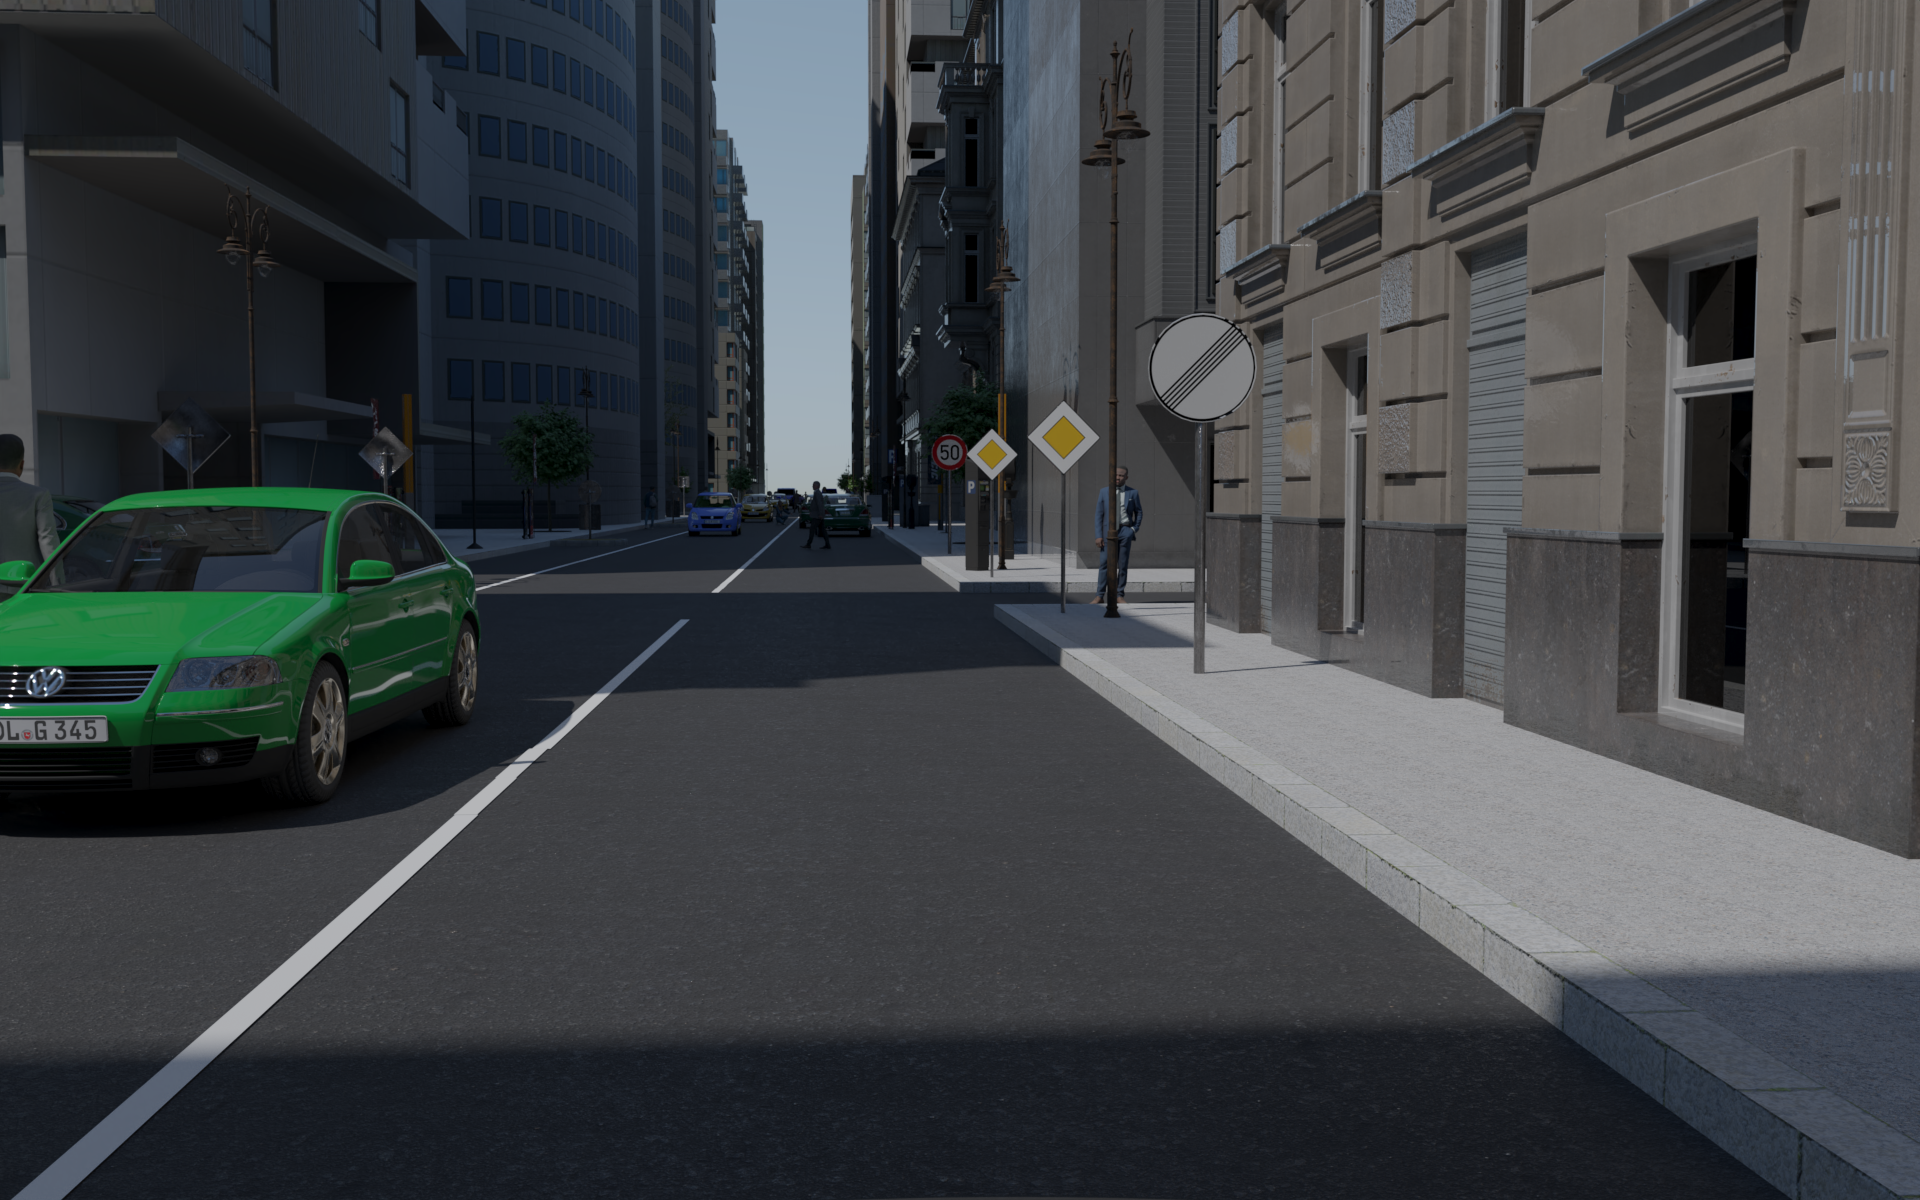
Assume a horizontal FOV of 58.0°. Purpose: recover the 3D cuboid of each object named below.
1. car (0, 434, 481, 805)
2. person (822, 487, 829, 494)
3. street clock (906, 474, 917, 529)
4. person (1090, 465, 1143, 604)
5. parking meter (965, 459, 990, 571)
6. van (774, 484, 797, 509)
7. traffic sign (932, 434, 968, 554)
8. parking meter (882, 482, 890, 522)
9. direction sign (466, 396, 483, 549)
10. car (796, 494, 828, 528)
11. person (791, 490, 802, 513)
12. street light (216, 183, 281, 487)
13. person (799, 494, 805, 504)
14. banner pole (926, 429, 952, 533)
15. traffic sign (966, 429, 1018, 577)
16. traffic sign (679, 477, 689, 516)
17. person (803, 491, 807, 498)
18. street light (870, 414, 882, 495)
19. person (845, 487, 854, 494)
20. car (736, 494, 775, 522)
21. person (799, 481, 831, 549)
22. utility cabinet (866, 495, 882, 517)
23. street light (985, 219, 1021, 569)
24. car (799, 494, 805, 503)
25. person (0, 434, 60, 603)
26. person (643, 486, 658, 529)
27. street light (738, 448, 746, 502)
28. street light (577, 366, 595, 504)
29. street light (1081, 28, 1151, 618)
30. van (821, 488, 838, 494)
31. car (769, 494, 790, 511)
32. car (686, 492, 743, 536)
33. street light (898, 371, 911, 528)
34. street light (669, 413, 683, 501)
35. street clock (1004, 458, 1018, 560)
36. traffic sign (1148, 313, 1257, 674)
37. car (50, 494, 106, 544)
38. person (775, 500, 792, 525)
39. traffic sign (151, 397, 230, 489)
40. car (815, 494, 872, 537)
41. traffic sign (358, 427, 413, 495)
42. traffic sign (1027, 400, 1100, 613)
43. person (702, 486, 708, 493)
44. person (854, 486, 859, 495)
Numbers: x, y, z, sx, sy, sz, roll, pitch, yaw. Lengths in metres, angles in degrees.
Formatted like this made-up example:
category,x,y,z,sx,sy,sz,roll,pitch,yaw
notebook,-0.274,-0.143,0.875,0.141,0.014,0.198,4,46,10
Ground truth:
category,x,y,z,sx,sy,sz,roll,pitch,yaw
car,-3.868,-0.034,9.348,1.959,1.807,4.718,0,4,-3
person,-6.067,-4.233,78.136,0.576,1.772,0.534,-2,4,-32
street clock,-1.774,-3.601,63.451,0.358,2.002,0.471,-2,4,-24
person,2.007,-0.837,22.360,0.721,1.800,0.419,0,4,-3
parking meter,0.294,-1.422,28.961,0.255,1.863,0.399,-3,4,-39
van,-16.321,-9.704,163.041,2.240,2.365,5.245,0,4,-3
traffic sign,-0.222,-2.261,37.072,0.768,2.556,0.104,0,4,-3
parking meter,-3.458,-4.607,81.033,0.399,1.863,0.255,0,4,0
direction sign,-11.383,-2.968,40.517,0.379,3.537,0.876,-1,4,-18
car,-5.944,-3.808,74.063,2.131,1.459,4.920,0,4,-4
person,-12.644,-7.621,133.652,0.990,1.755,0.434,-2,4,-27
street light,-10.684,-3.265,26.170,0.468,5.910,1.993,0,4,-4
person,-11.125,-6.753,122.152,0.421,1.427,0.697,-3,5,-41
banner pole,-0.677,-4.077,56.674,0.863,3.779,0.401,1,4,9
traffic sign,0.489,-1.404,26.591,0.795,2.450,0.064,0,4,-4
traffic sign,-16.082,-6.043,100.940,0.606,2.300,0.079,0,4,4
person,-17.905,-11.753,201.367,1.217,1.736,0.721,-2,4,-24
street light,-4.793,-7.819,100.633,0.468,5.910,1.993,0,4,-4
person,-5.898,-5.151,92.981,0.793,1.790,0.793,3,5,44
car,-10.497,-4.810,88.873,2.015,1.641,3.980,0,4,-4
person,-3.787,-2.219,45.176,0.834,1.777,0.661,-1,4,-11
utility cabinet,-4.638,-5.153,95.405,1.020,1.237,0.306,0,4,-3
street light,0.717,-3.464,29.421,0.468,5.910,1.993,0,4,-4
car,-22.783,-14.212,244.364,2.014,1.417,4.499,0,4,-4
person,-5.695,-0.097,10.358,0.678,1.792,0.850,-1,4,-17
person,-12.703,-3.812,71.172,0.623,1.781,0.721,0,4,-7
street light,-22.024,-12.306,173.991,0.468,5.910,1.993,0,4,-4
street light,-13.437,-5.484,62.449,0.468,5.910,1.993,0,4,-4
street light,1.581,-2.755,17.830,0.468,5.910,1.993,0,4,-4
van,-14.273,-11.248,188.285,2.240,2.365,5.245,0,4,-6
car,-15.429,-8.373,147.119,2.015,1.641,3.980,0,4,-4
car,-8.472,-3.079,59.925,1.945,1.707,3.694,0,4,-5
street light,-2.080,-5.646,65.093,0.468,5.910,1.993,0,4,-4
street light,-16.286,-7.699,98.669,0.468,5.910,1.993,0,4,-4
street clock,0.963,-1.790,33.841,0.358,2.002,0.471,0,4,6
traffic sign,1.710,-0.746,12.308,0.768,2.556,0.104,0,4,2
car,-12.281,-0.617,21.884,4.920,1.459,2.131,0,4,-5
person,-8.247,-4.094,80.931,0.738,1.151,1.012,3,5,43
traffic sign,-7.960,-0.875,17.947,0.795,2.450,0.064,0,4,-4
car,-4.047,-2.920,59.535,2.131,1.459,4.920,0,4,-6
traffic sign,-8.580,-1.362,25.908,0.795,2.450,0.064,0,4,-4
traffic sign,1.108,-0.917,18.629,0.795,2.450,0.064,0,4,-4
person,-12.506,-4.689,85.262,0.391,1.810,0.635,-3,5,-45
person,-4.705,-4.242,78.194,0.374,1.781,0.599,0,4,7
